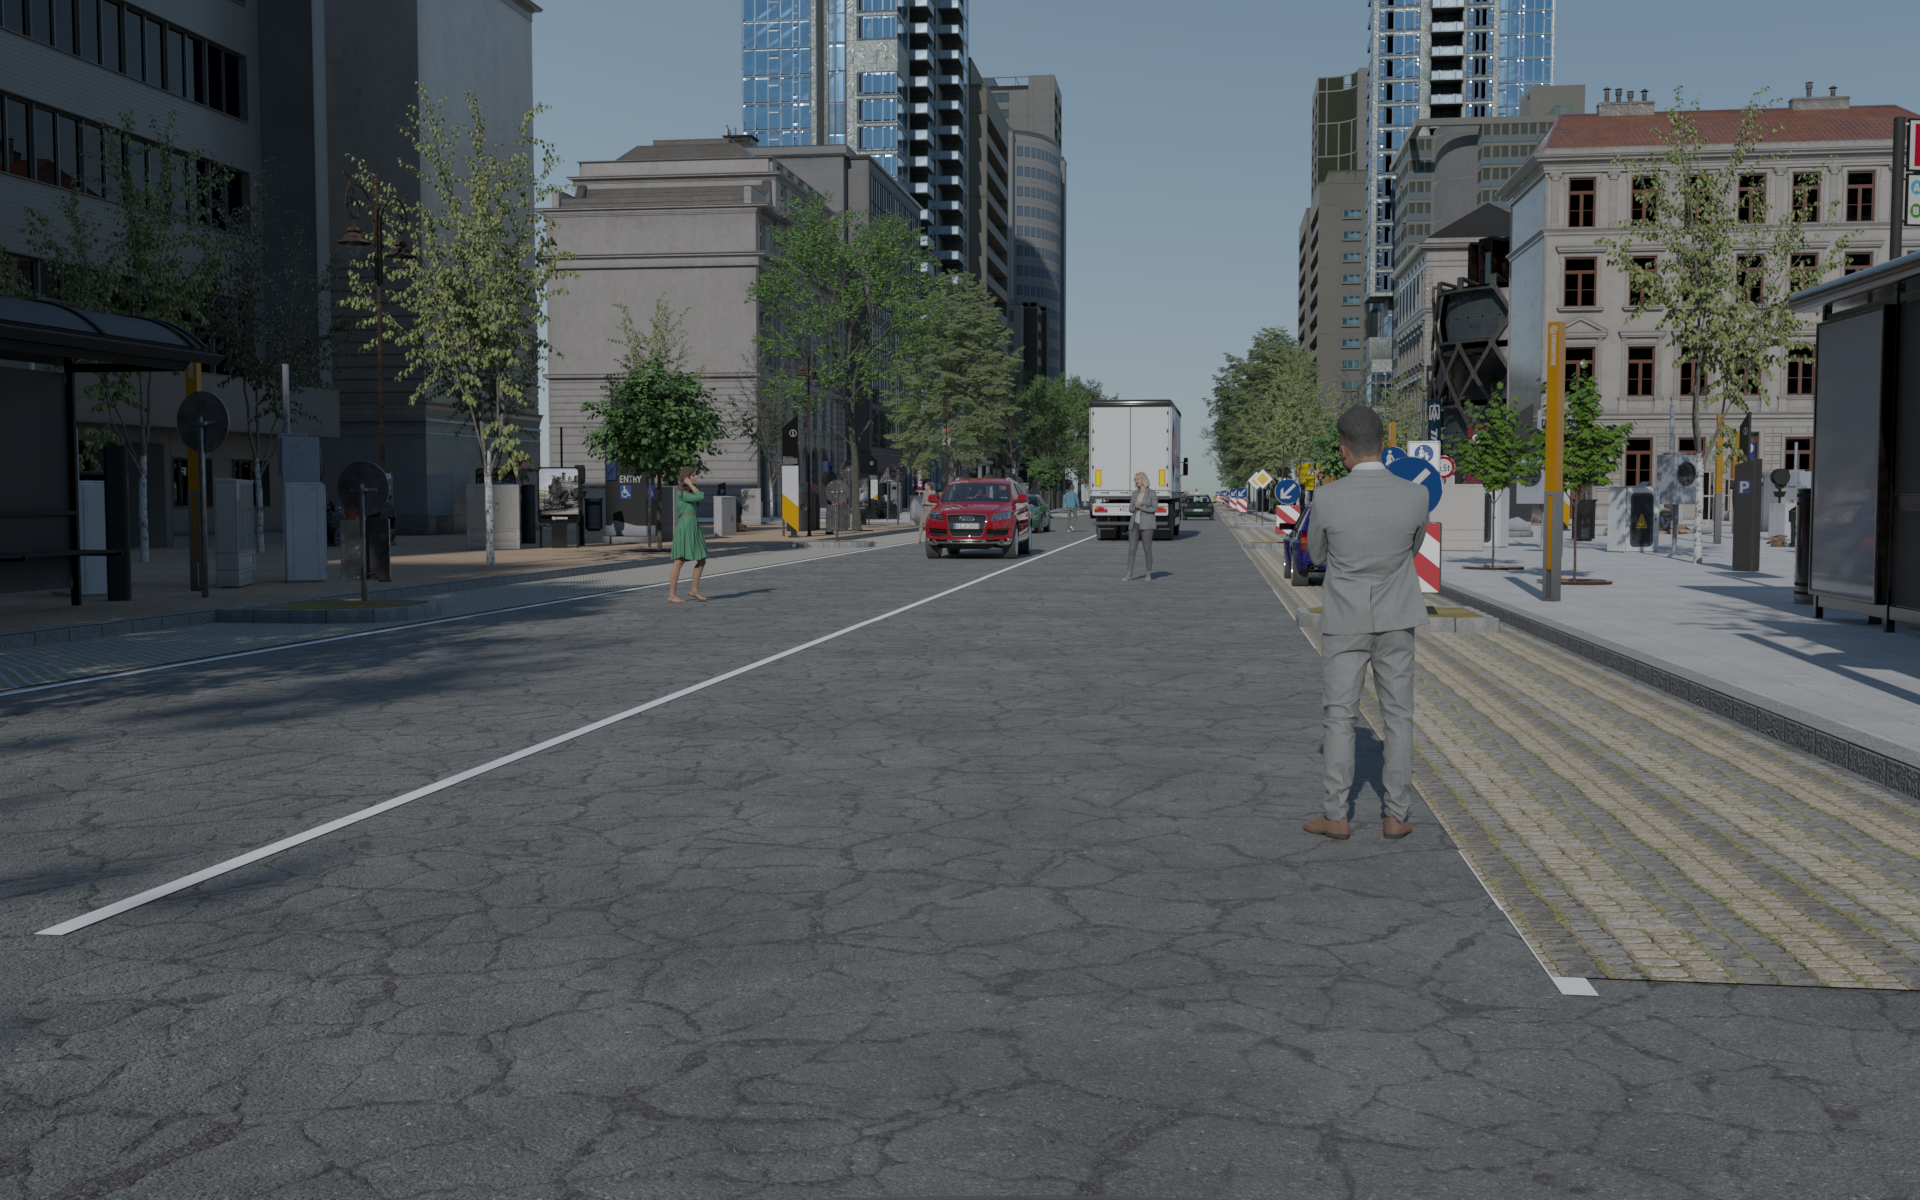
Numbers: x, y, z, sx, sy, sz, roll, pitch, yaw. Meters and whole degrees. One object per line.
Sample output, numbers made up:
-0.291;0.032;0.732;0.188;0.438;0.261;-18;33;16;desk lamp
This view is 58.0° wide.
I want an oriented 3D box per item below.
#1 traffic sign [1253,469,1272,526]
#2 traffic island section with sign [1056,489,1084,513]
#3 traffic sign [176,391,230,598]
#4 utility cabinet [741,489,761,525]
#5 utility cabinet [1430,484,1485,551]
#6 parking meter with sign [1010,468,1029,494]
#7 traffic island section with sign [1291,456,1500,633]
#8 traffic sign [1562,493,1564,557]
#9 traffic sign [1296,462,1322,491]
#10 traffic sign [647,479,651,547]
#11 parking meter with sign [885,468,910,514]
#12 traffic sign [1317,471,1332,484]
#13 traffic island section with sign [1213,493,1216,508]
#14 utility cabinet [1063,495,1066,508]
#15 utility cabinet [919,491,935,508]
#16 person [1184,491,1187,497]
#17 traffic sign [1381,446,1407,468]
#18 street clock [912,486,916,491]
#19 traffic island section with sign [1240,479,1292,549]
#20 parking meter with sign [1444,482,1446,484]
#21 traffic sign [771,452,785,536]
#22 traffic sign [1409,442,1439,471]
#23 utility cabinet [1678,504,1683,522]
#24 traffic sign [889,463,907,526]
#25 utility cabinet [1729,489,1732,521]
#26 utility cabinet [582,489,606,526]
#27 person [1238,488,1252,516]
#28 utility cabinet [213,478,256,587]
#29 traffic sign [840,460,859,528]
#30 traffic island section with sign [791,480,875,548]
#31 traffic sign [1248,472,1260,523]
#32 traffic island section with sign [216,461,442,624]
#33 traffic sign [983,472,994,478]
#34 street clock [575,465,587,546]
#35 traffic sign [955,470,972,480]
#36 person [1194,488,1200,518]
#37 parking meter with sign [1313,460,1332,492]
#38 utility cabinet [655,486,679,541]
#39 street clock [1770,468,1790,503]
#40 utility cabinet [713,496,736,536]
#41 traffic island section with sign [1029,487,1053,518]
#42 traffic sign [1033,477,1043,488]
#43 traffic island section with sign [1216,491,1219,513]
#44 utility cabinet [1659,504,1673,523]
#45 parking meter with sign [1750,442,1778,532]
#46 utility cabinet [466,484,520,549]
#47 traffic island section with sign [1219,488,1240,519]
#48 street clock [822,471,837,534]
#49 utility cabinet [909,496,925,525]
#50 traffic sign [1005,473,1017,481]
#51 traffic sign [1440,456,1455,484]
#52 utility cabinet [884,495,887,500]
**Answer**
12.197;-4.048;69.832;0.795;2.450;0.064;0;4;8;traffic sign
8.227;-7.355;128.889;1.989;1.847;2.006;0;4;8;traffic island section with sign
-9.368;-1.303;21.416;0.768;2.556;0.104;1;4;16;traffic sign
-8.503;-3.772;70.359;0.318;1.500;1.173;-2;4;-34;utility cabinet
11.162;-1.848;38.891;1.173;1.500;0.318;1;4;18;utility cabinet
4.250;-7.366;116.688;1.738;3.016;0.543;2;4;34;parking meter with sign
4.683;-0.622;18.796;1.989;1.847;2.006;0;4;8;traffic island section with sign
12.331;-2.164;35.484;0.768;2.556;0.104;1;4;15;traffic sign
22.544;-7.127;110.406;2.265;3.308;0.079;1;4;12;traffic sign
-7.470;-2.538;41.602;0.768;2.556;0.104;1;4;17;traffic sign
-4.188;-7.181;113.673;1.738;3.016;0.543;1;4;17;parking meter with sign
18.633;-5.413;88.608;0.768;2.556;0.104;1;4;13;traffic sign
27.004;-10.291;176.893;1.989;1.847;2.006;0;4;8;traffic island section with sign
8.903;-8.755;154.305;1.020;1.237;0.306;0;4;-3;utility cabinet
-2.162;-6.137;109.020;1.173;1.500;0.318;-1;4;-10;utility cabinet
22.157;-9.885;170.671;0.434;1.755;0.990;-1;4;-14;person
11.610;-2.835;46.455;0.768;2.556;0.104;1;4;14;traffic sign
-4.054;-9.138;153.984;0.358;2.002;0.471;-1;4;-19;street clock
8.461;-2.254;45.486;1.989;1.847;2.006;0;4;8;traffic island section with sign
30.972;-7.044;111.429;0.543;3.016;1.738;3;5;43;parking meter with sign
-5.357;-3.205;52.510;0.768;2.556;0.104;1;4;12;traffic sign
8.951;-1.917;33.480;0.606;2.300;0.079;1;4;12;traffic sign
33.288;-4.272;81.010;1.020;1.237;0.306;-1;4;-10;utility cabinet
-2.519;-4.294;70.315;0.768;2.556;0.104;1;4;11;traffic sign
36.521;-4.444;81.339;0.318;1.500;1.173;3;5;43;utility cabinet
-14.523;-3.719;69.481;1.173;1.500;0.318;-1;4;-21;utility cabinet
17.585;-5.996;106.647;0.853;1.813;0.709;0;4;-2;person
-10.062;-0.941;24.072;0.318;1.500;1.173;-1;4;-12;utility cabinet
-4.177;-3.986;65.278;0.768;2.556;0.104;1;4;13;traffic sign
-3.362;-2.327;46.672;1.989;1.847;2.006;0;4;8;traffic island section with sign
13.313;-4.532;77.739;0.795;2.450;0.064;0;4;8;traffic sign
-7.135;-0.694;19.981;1.989;1.847;2.006;0;4;8;traffic island section with sign
1.291;-4.637;79.450;0.795;2.450;0.064;0;4;8;traffic sign
-9.436;-2.353;43.040;0.358;2.002;0.471;0;4;-5;street clock
0.175;-4.153;71.543;0.795;2.450;0.064;0;4;8;traffic sign
14.441;-5.921;105.526;0.478;1.798;0.641;0;4;-7;person
18.387;-5.481;85.882;1.738;3.016;0.543;0;4;2;parking meter with sign
-8.193;-2.327;46.719;1.173;1.500;0.318;1;4;15;utility cabinet
23.229;-2.723;49.096;0.471;2.002;0.358;0;4;-1;street clock
-7.227;-2.578;53.314;0.306;1.237;1.020;1;4;18;utility cabinet
4.425;-5.703;101.873;1.989;1.847;2.006;0;4;8;traffic island section with sign
5.840;-7.976;130.515;0.768;2.556;0.104;1;4;13;traffic sign
19.989;-7.254;127.226;1.989;1.847;2.006;0;4;8;traffic island section with sign
30.666;-4.058;75.035;0.318;1.500;1.173;3;5;44;utility cabinet
27.491;-3.827;58.837;1.738;3.016;0.543;-1;4;-16;parking meter with sign
-10.739;-1.904;39.810;1.173;1.500;0.318;-1;4;-17;utility cabinet
16.220;-5.619;100.495;1.989;1.847;2.006;0;4;8;traffic island section with sign
-4.149;-3.085;55.013;0.358;2.002;0.471;3;5;40;street clock
-1.664;-3.735;72.234;0.306;1.237;1.020;3;4;39;utility cabinet
3.075;-6.455;105.640;0.768;2.556;0.104;1;4;14;traffic sign
16.057;-3.516;57.593;0.768;2.556;0.104;1;4;17;traffic sign
-4.945;-6.409;115.947;0.306;1.237;1.020;0;4;-1;utility cabinet
